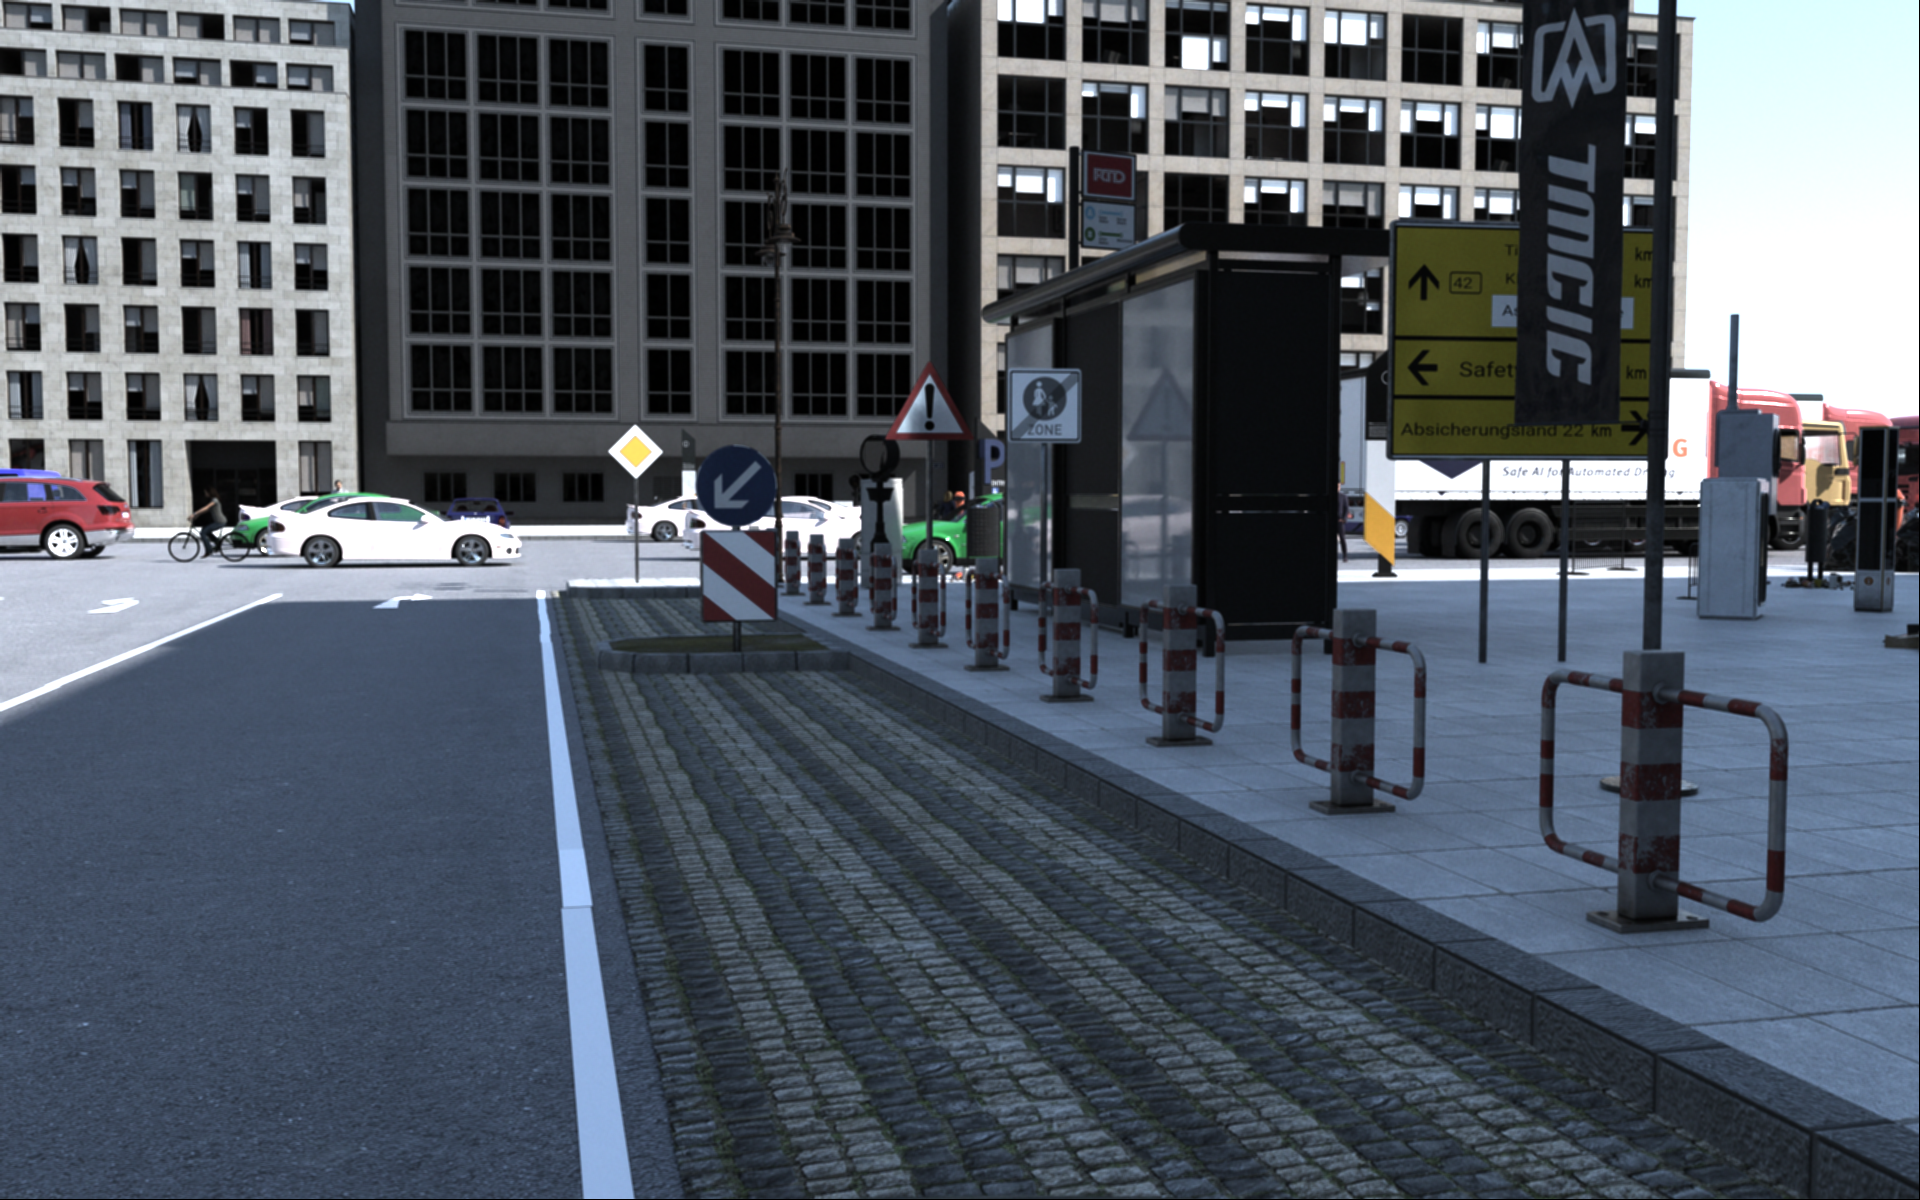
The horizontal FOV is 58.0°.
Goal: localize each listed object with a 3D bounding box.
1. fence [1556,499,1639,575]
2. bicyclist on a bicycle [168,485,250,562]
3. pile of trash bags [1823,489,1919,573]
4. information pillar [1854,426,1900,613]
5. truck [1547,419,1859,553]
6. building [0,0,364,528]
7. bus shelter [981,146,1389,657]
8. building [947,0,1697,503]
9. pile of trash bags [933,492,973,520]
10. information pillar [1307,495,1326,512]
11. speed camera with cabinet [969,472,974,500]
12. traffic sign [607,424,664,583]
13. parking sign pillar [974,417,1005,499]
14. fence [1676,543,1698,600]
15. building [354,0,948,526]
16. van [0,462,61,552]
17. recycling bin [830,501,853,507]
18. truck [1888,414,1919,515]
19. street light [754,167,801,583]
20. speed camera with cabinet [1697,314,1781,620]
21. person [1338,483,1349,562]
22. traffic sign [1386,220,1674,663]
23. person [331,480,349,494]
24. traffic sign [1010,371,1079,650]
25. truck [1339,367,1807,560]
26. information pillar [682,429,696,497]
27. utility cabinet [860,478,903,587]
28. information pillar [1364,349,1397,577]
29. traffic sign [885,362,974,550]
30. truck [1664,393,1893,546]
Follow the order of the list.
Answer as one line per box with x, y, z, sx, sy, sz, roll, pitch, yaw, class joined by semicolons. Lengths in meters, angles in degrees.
10.443;-1.045;28.296;0.480;1.192;2.264;3;5;41;fence
-15.854;-1.622;36.540;1.625;1.676;1.499;-1;4;-14;bicyclist on a bicycle
15.863;-1.221;29.722;1.912;1.369;3.447;2;4;31;pile of trash bags
9.985;-0.879;18.870;0.304;2.012;0.304;-3;5;-40;information pillar
18.638;-2.960;44.318;9.791;3.379;3.469;-1;4;-15;truck
-32.620;-13.099;68.915;16.860;20.320;10.420;-1;4;-14;building
1.669;-2.456;17.783;2.179;5.291;8.768;-1;4;-14;bus shelter
15.066;-17.200;85.732;34.151;26.468;19.350;-1;4;-14;building
-0.085;-3.338;64.325;1.912;1.369;3.447;0;4;1;pile of trash bags
5.019;-1.204;24.178;0.304;2.012;0.304;1;4;23;information pillar
1.292;-4.672;70.727;2.038;3.252;0.660;3;5;45;speed camera with cabinet
-4.647;-1.297;24.852;0.795;2.450;0.064;-1;4;-14;traffic sign
1.101;-4.456;61.331;1.447;3.967;1.447;3;5;45;parking sign pillar
9.608;-0.394;21.818;2.069;0.683;0.278;-3;5;-44;fence
-13.384;-17.279;76.013;24.014;27.812;14.314;-1;4;-14;building
-23.935;-2.415;43.875;2.240;2.365;5.245;-1;4;-15;van
-4.239;-2.984;61.340;0.722;1.027;0.722;-1;4;-22;recycling bin
32.681;-3.920;52.998;11.283;4.237;2.839;-1;4;-16;truck
-2.626;-3.190;24.943;0.468;5.910;1.993;-1;4;-14;street light
8.326;-1.474;18.434;0.660;3.252;2.038;2;4;30;speed camera with cabinet
7.921;-1.658;36.529;0.541;1.710;0.530;3;4;37;person
4.302;-1.178;13.135;2.265;3.308;0.079;-1;4;-9;traffic sign
-18.271;-2.618;51.150;0.661;1.843;0.795;0;4;4;person
0.685;-0.738;14.199;0.606;2.300;0.079;0;4;-8;traffic sign
14.346;-3.099;39.587;11.283;4.237;2.839;-1;4;-12;truck
-9.646;-4.292;61.536;0.504;3.616;0.183;-1;4;-9;information pillar
-1.091;-0.933;23.932;0.318;1.500;1.173;1;4;12;utility cabinet
6.489;-2.160;26.676;0.504;3.616;0.183;0;4;-6;information pillar
-0.304;-1.047;17.124;0.884;2.594;0.081;-1;4;-9;traffic sign
21.599;-3.677;49.038;11.283;4.237;2.839;-1;4;-14;truck
